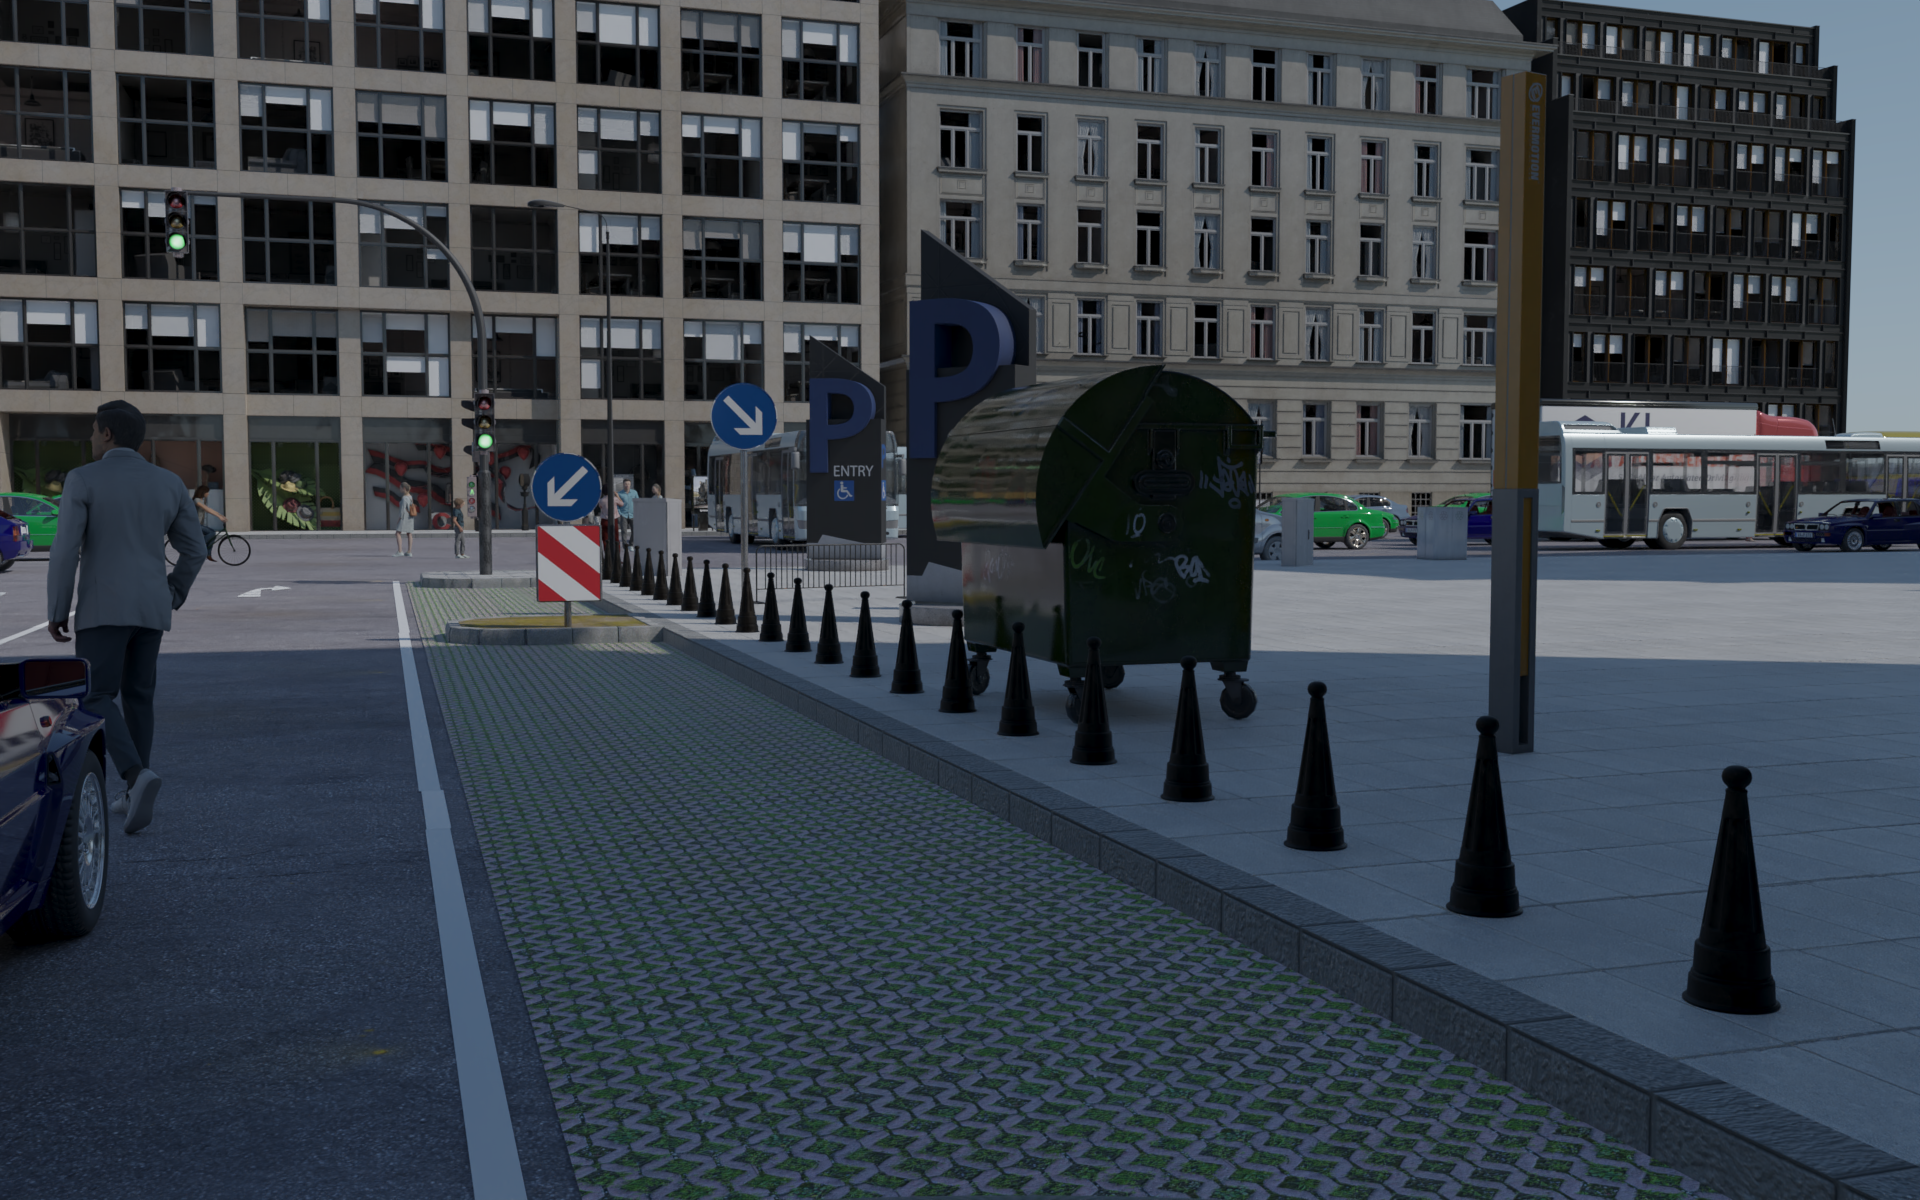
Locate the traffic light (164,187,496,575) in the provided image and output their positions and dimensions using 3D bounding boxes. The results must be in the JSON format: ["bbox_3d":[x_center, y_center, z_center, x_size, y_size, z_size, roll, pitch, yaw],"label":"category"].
[{"bbox_3d":[-9.524,-3.178,26.627,4.771,5.953,1.251,-1,4,-18],"label":"traffic light"}]

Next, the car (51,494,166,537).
[{"bbox_3d":[-23.875,-2.309,46.541,4.718,1.807,1.959,-1,4,-19],"label":"car"}]

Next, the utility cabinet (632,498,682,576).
[{"bbox_3d":[-4.788,-0.995,27.429,0.306,1.237,1.020,-3,5,-41],"label":"utility cabinet"}]

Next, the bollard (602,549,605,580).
[{"bbox_3d":[-5.265,-0.603,25.899,0.229,0.601,0.229,0,3,0],"label":"bollard"}]

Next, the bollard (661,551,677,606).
[{"bbox_3d":[-3.287,-0.242,20.005,0.229,0.601,0.229,0,3,0],"label":"bollard"}]

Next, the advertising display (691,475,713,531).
[{"bbox_3d":[-8.923,-3.357,60.101,0.123,1.923,0.974,3,5,41],"label":"advertising display"}]

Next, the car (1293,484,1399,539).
[{"bbox_3d":[11.853,-2.866,55.655,4.718,1.807,1.959,-1,4,-19],"label":"car"}]

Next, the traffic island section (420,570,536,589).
[{"bbox_3d":[-7.526,-0.322,27.552,2.009,0.180,2.903,-1,4,-18],"label":"traffic island section"}]

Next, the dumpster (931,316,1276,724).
[{"bbox_3d":[0.823,-0.484,10.408,1.502,2.255,1.985,-1,4,-18],"label":"dumpster"}]

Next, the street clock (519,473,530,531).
[{"bbox_3d":[-15.258,-3.434,60.719,0.358,2.002,0.471,-3,5,-39],"label":"street clock"}]

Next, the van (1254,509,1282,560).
[{"bbox_3d":[4.778,-1.675,34.400,4.112,2.044,2.013,-1,4,-20],"label":"van"}]

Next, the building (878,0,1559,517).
[{"bbox_3d":[9.128,-14.996,78.473,30.059,22.955,16.112,-1,4,-18],"label":"building"}]

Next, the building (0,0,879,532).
[{"bbox_3d":[-22.205,-16.151,68.586,34.151,26.468,19.350,-1,4,-18],"label":"building"}]

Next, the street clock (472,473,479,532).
[{"bbox_3d":[-16.435,-3.332,59.040,0.471,2.002,0.358,0,4,-7],"label":"street clock"}]

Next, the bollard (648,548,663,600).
[{"bbox_3d":[-3.619,-0.302,20.986,0.229,0.601,0.229,0,3,0],"label":"bollard"}]

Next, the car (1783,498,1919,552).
[{"bbox_3d":[22.626,-1.879,43.295,3.894,1.354,1.945,-1,4,-19],"label":"car"}]

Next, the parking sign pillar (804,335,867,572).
[{"bbox_3d":[-1.921,-2.495,29.262,1.447,3.967,1.447,1,4,9],"label":"parking sign pillar"}]

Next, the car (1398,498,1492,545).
[{"bbox_3d":[14.374,-2.213,48.759,3.894,1.354,1.945,-1,4,-19],"label":"car"}]

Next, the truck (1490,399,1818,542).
[{"bbox_3d":[21.951,-3.963,53.703,11.283,4.237,2.839,-1,4,-18],"label":"truck"}]

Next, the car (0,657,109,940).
[{"bbox_3d":[-3.306,0.508,4.268,1.945,1.354,3.894,-1,4,-17],"label":"car"}]

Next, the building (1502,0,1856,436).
[{"bbox_3d":[31.904,-15.535,83.671,15.834,23.373,12.332,-1,4,-18],"label":"building"}]

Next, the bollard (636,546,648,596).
[{"bbox_3d":[-3.944,-0.362,21.960,0.229,0.601,0.229,0,3,0],"label":"bollard"}]

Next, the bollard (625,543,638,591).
[{"bbox_3d":[-4.279,-0.423,22.958,0.229,0.601,0.229,0,3,0],"label":"bollard"}]

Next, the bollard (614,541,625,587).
[{"bbox_3d":[-4.606,-0.483,23.933,0.229,0.601,0.229,0,3,0],"label":"bollard"}]

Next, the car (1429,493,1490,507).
[{"bbox_3d":[17.971,-3.033,58.390,4.718,1.807,1.959,-1,4,-19],"label":"car"}]

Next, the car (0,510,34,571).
[{"bbox_3d":[-18.870,-1.129,31.040,3.894,1.354,1.945,-1,4,-20],"label":"car"}]

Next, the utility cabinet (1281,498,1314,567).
[{"bbox_3d":[6.065,-1.217,31.060,0.306,1.237,1.020,2,4,29],"label":"utility cabinet"}]

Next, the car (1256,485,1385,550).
[{"bbox_3d":[8.678,-2.208,44.904,4.718,1.807,1.959,-1,4,-19],"label":"car"}]

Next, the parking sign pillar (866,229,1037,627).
[{"bbox_3d":[0.105,-1.764,17.321,1.447,3.967,1.447,2,4,33],"label":"parking sign pillar"}]

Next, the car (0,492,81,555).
[{"bbox_3d":[-20.158,-1.751,37.428,4.718,1.807,1.959,-1,4,-19],"label":"car"}]

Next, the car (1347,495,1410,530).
[{"bbox_3d":[14.848,-3.284,65.693,4.499,1.417,2.014,-1,4,-20],"label":"car"}]

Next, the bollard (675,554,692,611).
[{"bbox_3d":[-2.964,-0.183,19.027,0.229,0.601,0.229,0,3,0],"label":"bollard"}]

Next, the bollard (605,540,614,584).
[{"bbox_3d":[-4.933,-0.543,24.924,0.229,0.601,0.229,0,3,0],"label":"bollard"}]

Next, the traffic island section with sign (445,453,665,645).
[{"bbox_3d":[-4.098,-0.529,17.274,1.989,1.847,2.006,-1,4,-18],"label":"traffic island section with sign"}]
